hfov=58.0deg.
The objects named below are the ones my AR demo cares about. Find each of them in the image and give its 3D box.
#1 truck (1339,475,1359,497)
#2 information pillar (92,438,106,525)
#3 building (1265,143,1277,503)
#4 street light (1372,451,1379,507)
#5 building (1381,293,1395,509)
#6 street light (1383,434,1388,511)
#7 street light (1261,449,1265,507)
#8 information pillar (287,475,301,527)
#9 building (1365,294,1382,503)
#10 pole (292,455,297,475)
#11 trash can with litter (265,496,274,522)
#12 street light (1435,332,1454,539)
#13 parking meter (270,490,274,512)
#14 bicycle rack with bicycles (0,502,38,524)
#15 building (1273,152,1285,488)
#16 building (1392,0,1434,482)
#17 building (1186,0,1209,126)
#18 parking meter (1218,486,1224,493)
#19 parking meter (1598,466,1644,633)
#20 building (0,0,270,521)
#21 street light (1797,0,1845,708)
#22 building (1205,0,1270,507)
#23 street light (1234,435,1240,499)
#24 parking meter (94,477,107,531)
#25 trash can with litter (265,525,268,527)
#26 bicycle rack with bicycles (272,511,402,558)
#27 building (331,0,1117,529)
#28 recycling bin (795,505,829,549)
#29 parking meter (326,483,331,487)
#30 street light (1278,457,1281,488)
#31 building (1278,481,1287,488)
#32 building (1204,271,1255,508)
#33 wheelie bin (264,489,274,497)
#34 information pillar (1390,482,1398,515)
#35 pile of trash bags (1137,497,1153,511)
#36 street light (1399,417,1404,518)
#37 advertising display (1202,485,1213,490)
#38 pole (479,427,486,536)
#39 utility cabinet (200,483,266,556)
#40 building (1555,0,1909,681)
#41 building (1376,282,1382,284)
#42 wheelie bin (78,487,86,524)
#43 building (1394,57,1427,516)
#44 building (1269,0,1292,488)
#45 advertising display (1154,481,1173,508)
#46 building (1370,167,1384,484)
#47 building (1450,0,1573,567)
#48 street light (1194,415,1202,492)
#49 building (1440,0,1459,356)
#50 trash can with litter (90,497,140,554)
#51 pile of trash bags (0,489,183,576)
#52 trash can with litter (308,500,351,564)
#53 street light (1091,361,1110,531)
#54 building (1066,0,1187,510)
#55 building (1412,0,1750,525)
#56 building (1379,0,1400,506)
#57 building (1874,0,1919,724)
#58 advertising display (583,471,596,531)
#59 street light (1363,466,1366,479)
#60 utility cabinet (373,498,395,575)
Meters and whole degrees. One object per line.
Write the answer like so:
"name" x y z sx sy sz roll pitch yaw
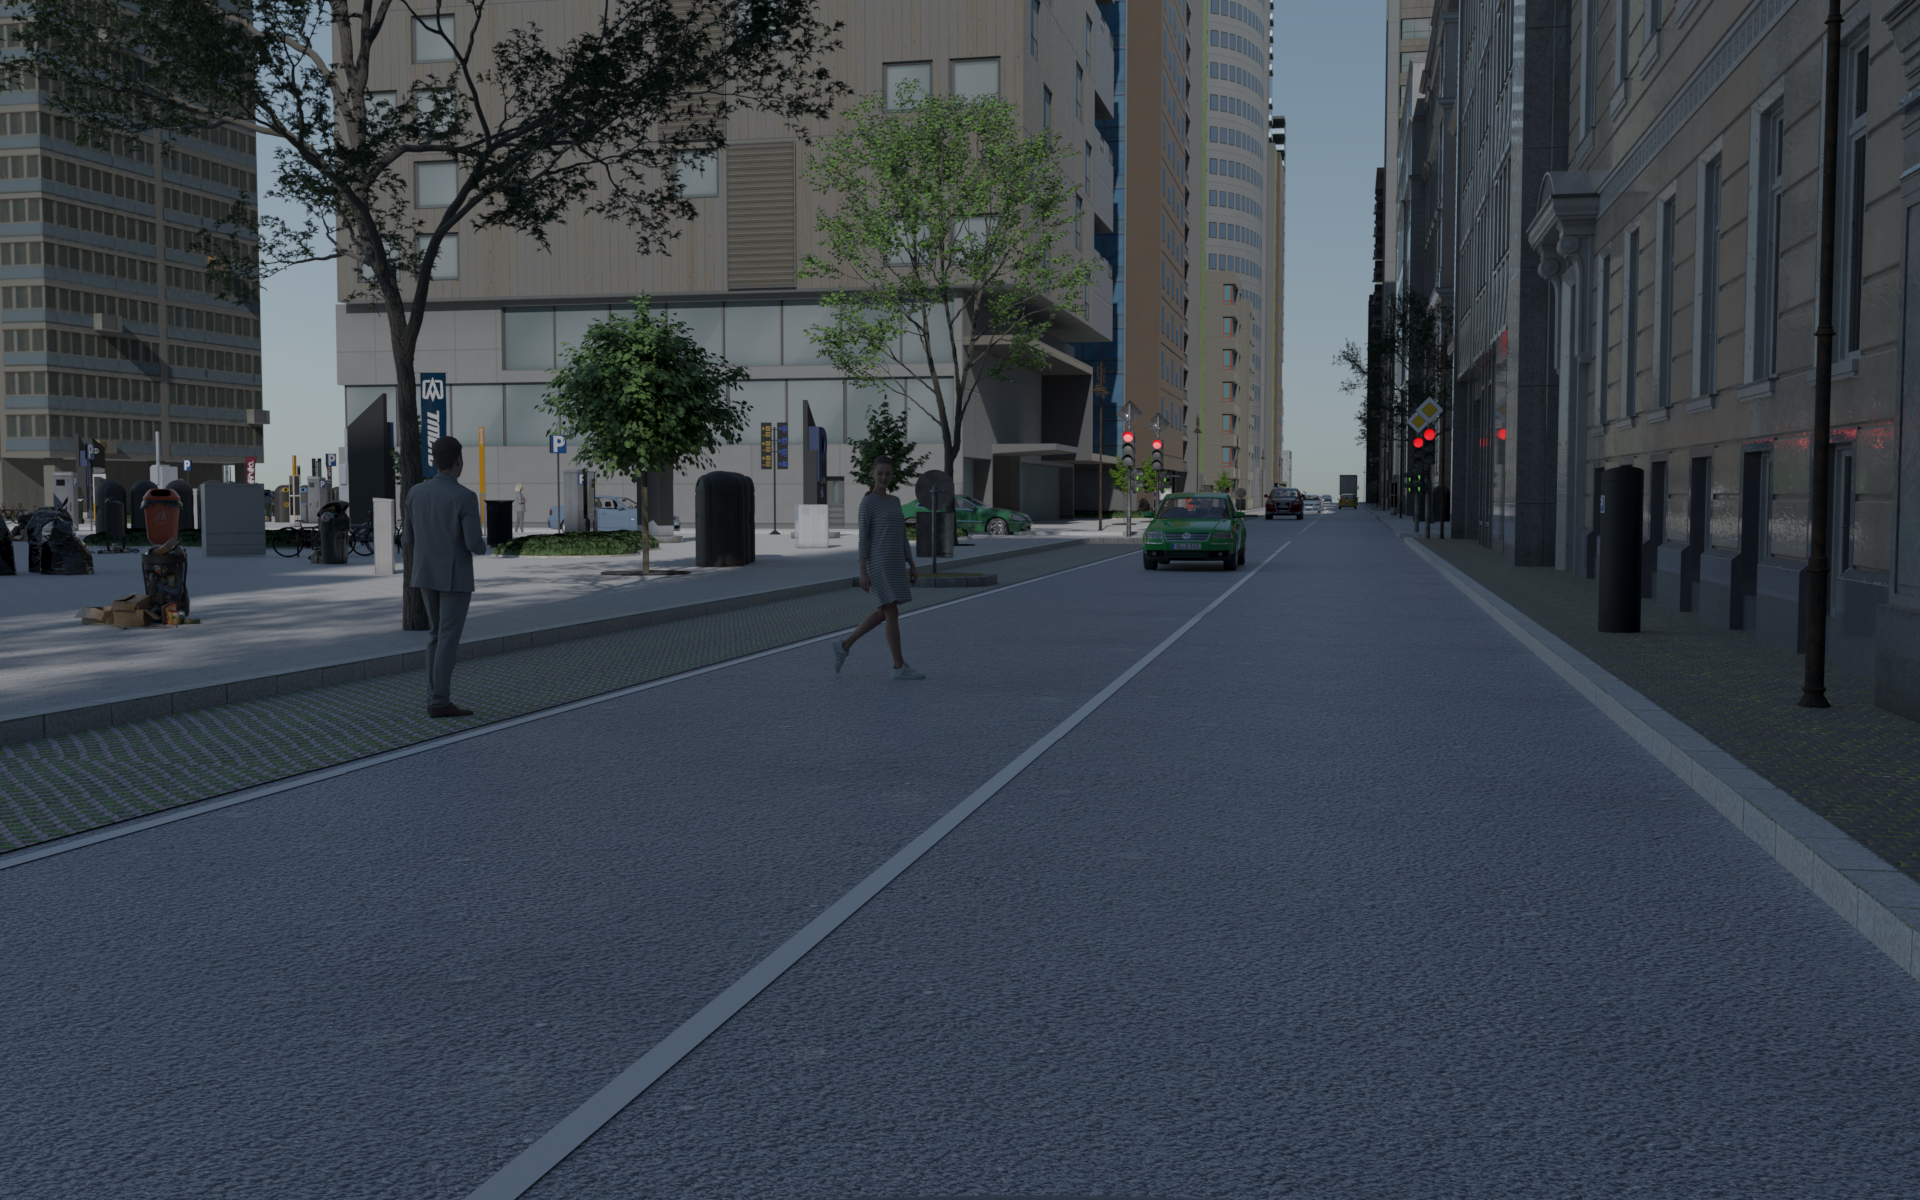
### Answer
"truck" 57.588 -16.374 256.623 2.839 4.237 11.283 1 4 14
"information pillar" -35.513 -4.898 71.439 0.504 3.616 0.183 -2 4 -26
"building" 28.508 -31.432 197.515 14.154 41.232 14.086 1 4 13
"street light" 40.051 -11.826 166.145 0.468 5.910 1.993 1 4 13
"building" 53.630 -19.278 160.237 27.650 21.520 28.899 1 4 13
"street light" 31.972 -9.641 130.411 0.468 5.910 1.993 1 4 13
"street light" 30.429 -12.311 174.071 0.468 5.910 1.993 1 4 13
"information pillar" -25.681 -3.816 66.883 0.304 2.012 0.304 2 4 35
"building" 65.534 -29.154 248.366 14.160 30.474 14.107 1 4 13
"pole" -34.910 -5.936 90.902 0.158 3.312 0.155 0 3 0
"trash can with litter" -31.989 -4.194 79.966 0.624 1.170 1.055 -1 4 -19
"street light" 13.809 -4.689 49.450 0.468 5.910 1.993 1 4 13
"parking meter" -48.720 -6.989 122.685 0.372 1.533 0.369 0 3 0
"bicycle rack with bicycles" -41.202 -3.773 75.077 2.925 0.926 2.852 -2 4 -33
"building" 34.283 -35.040 223.022 14.600 45.320 14.200 1 4 13
"building" 42.259 -27.878 139.407 14.154 41.232 14.086 1 4 13
"building" 10.004 -26.912 123.613 14.154 41.232 14.086 1 4 13
"parking meter" 18.179 -7.024 120.550 0.255 1.863 0.399 -2 4 -23
"parking meter" 6.153 -0.472 16.121 0.372 1.533 0.369 0 3 0
"building" -52.465 -24.278 88.830 23.993 40.220 32.217 1 4 13
"street light" 5.159 -2.294 10.287 0.468 5.910 1.993 1 4 13
"building" 20.214 -38.851 177.208 21.231 58.520 28.212 1 4 13
"street light" 21.604 -9.918 134.947 0.468 5.910 1.993 1 4 13
"parking meter" -28.749 -3.197 57.980 0.399 1.863 0.255 2 4 30
"trash can with litter" -30.624 -3.811 73.369 2.233 1.210 1.678 2 4 27
"bicycle rack with bicycles" -12.616 -1.396 36.202 2.925 0.926 2.852 -1 4 -10
"building" -8.043 -29.719 75.138 28.713 52.752 27.495 1 4 13
"recycling bin" -3.526 -1.750 41.161 0.722 1.027 0.722 -1 4 -13
"parking meter" -32.811 -5.154 89.981 0.255 1.863 0.399 1 4 10
"street light" 39.842 -14.880 216.074 0.468 5.910 1.993 1 4 13
"building" 29.690 -33.753 243.735 32.217 40.220 23.993 1 4 13
"building" 10.909 -18.726 151.208 27.650 21.520 28.899 1 4 13
"wheelie bin" -47.190 -6.720 117.786 0.980 1.594 0.693 -2 4 -27
"information pillar" 26.468 -6.186 105.631 0.304 2.012 0.304 -2 4 -34
"pile of trash bags" 11.034 -5.074 92.710 3.447 1.369 1.912 2 4 28
"street light" 23.260 -7.244 91.223 0.468 5.910 1.993 1 4 13
"advertising display" 17.448 -7.165 122.366 0.974 1.923 0.123 3 5 43
"pole" -14.543 -3.602 52.740 0.158 3.312 0.155 0 3 0
"utility cabinet" -14.914 -1.643 35.541 1.173 1.500 0.318 -3 5 -39
"building" 14.338 -14.230 18.571 13.634 28.700 20.117 1 4 13
"building" 75.805 -39.675 268.296 23.786 49.044 30.456 1 4 13
"wheelie bin" -37.791 -4.028 73.770 0.693 1.594 0.980 3 5 41
"building" 34.696 -20.590 114.140 11.434 29.767 29.804 1 4 13
"building" 40.693 -58.471 268.673 22.319 86.520 31.000 1 4 13
"advertising display" 10.213 -5.004 87.034 0.974 1.923 0.123 2 4 28
"building" 65.044 -34.925 225.643 22.147 44.769 28.867 1 4 13
"building" 17.877 -13.478 38.382 12.078 24.808 19.932 1 4 13
"street light" 13.659 -7.756 99.595 0.468 5.910 1.993 1 4 13
"building" 27.033 -14.122 59.771 19.941 23.489 11.050 1 4 13
"trash can with litter" -18.615 -1.613 37.433 1.678 1.210 2.233 1 4 12
"pile of trash bags" -14.484 -1.122 28.103 3.447 1.369 1.912 -1 4 -21
"trash can with litter" -11.666 -1.251 31.838 1.055 1.170 0.624 3 5 41
"street light" 4.916 -5.362 60.453 0.468 5.910 1.993 1 4 13
"building" 5.668 -27.627 101.809 14.600 45.320 14.200 1 4 13
"building" 30.731 -18.552 89.224 13.634 28.700 20.117 1 4 13
"building" 56.735 -39.516 188.092 21.231 58.520 28.212 1 4 13
"building" 8.162 -9.235 0.147 9.793 20.994 18.267 1 4 13
"advertising display" -10.420 -2.660 48.712 0.123 1.923 0.974 0 4 1
"street light" 58.240 -16.789 247.283 0.468 5.910 1.993 1 4 13
"utility cabinet" -9.315 -1.034 28.061 0.306 1.237 1.020 -1 4 -16
